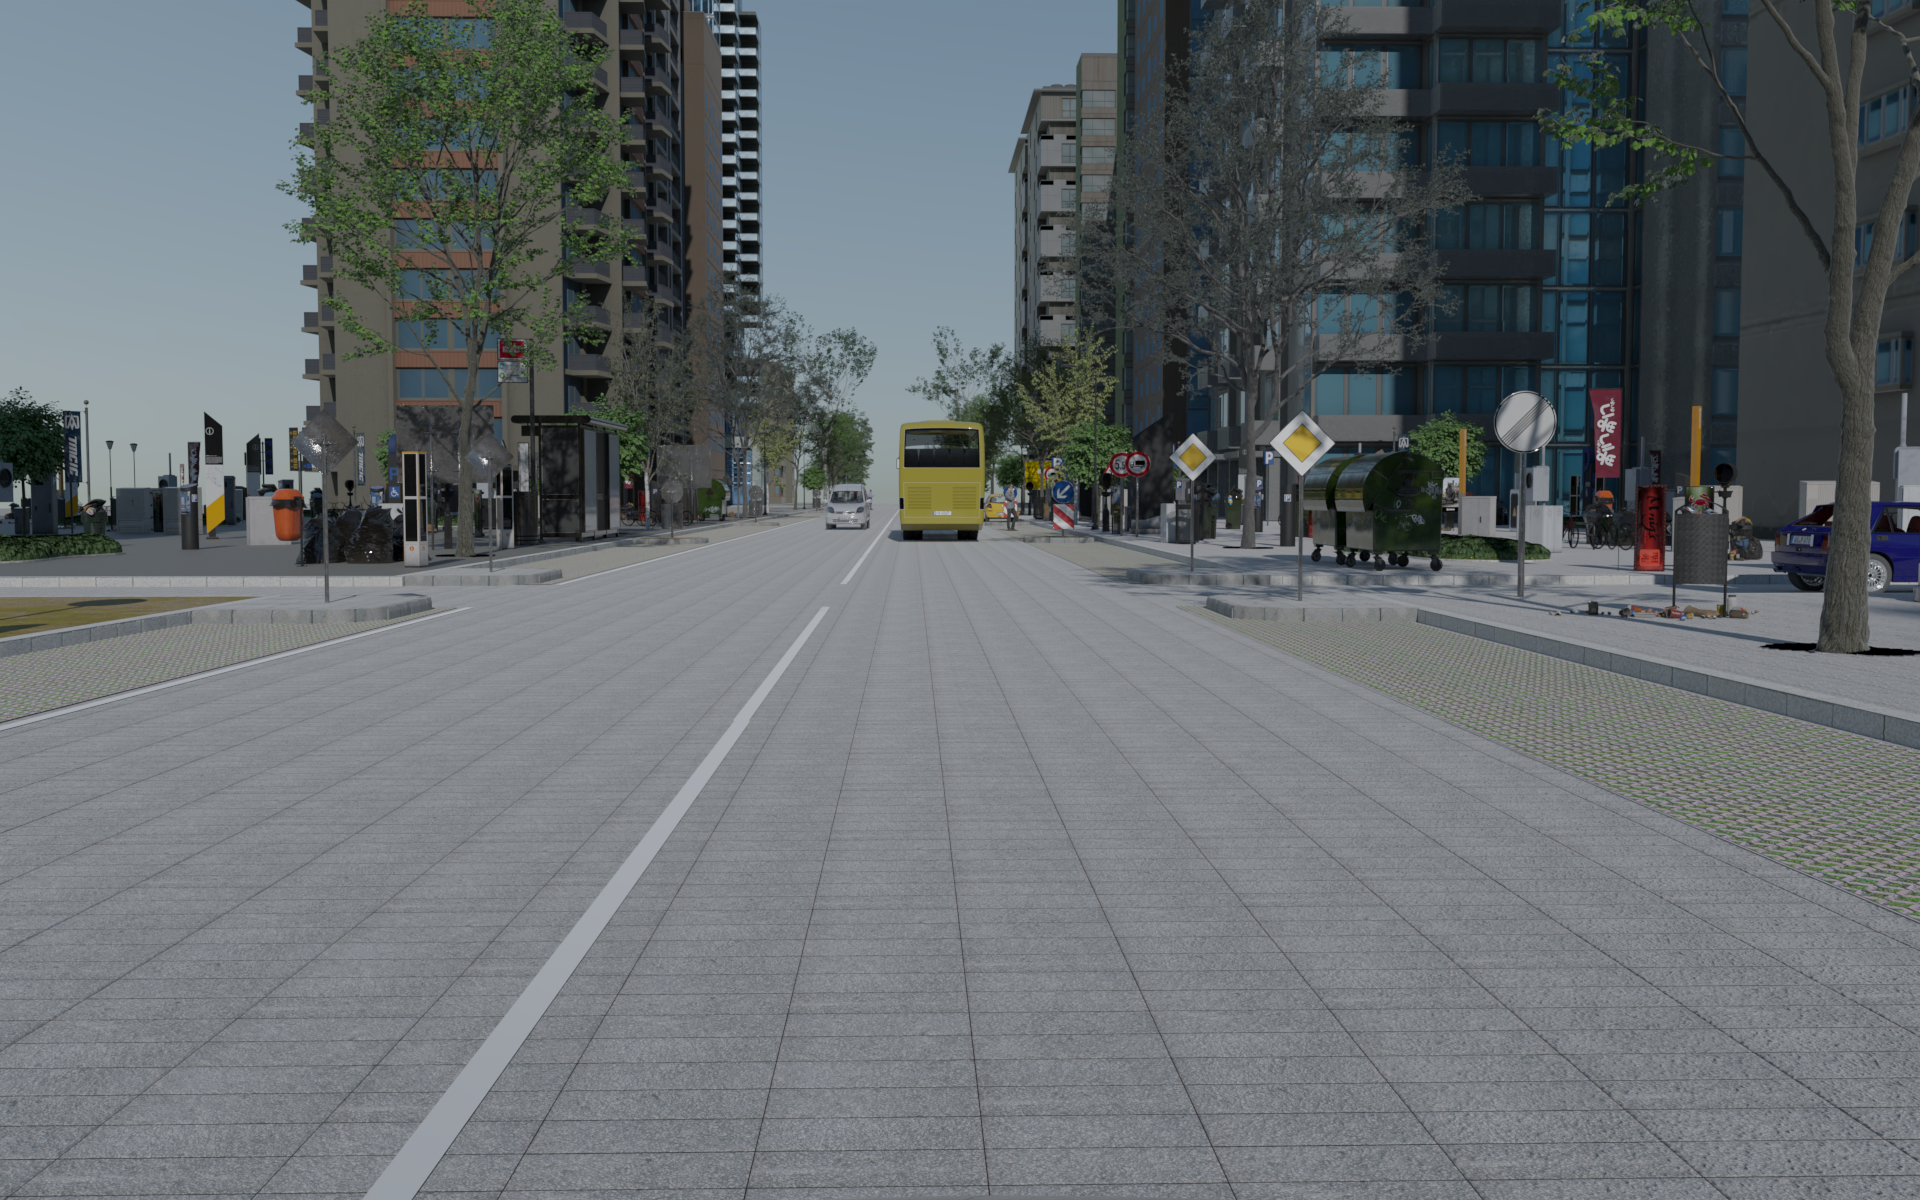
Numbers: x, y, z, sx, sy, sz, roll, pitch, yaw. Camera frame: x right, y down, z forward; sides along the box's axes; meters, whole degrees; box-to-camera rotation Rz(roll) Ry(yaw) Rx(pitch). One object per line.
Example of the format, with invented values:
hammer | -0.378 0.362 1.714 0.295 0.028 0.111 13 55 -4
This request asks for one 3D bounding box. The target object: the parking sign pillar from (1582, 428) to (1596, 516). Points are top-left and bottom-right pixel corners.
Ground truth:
parking sign pillar | 25.655 -5.005 70.301 1.447 3.967 1.447 0 4 6

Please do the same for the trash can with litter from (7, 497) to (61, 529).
trash can with litter | -33.818 -3.268 64.495 2.233 1.210 1.678 1 4 12

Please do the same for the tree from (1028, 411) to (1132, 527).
tree | 5.474 -5.177 68.356 4.285 4.588 4.351 0 3 0

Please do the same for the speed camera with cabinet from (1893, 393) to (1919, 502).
speed camera with cabinet | 18.388 -2.385 33.326 0.660 3.252 2.038 2 4 25

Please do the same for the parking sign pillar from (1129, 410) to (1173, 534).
parking sign pillar | 6.167 -4.104 55.567 1.447 3.967 1.447 0 4 2

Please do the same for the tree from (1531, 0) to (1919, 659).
tree | 7.149 -5.370 13.561 9.928 11.665 9.643 0 3 0

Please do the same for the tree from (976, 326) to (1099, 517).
tree | 4.392 -9.958 97.233 8.767 10.594 7.601 3 4 36

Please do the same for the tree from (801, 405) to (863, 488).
tree | -14.928 -16.906 202.167 9.928 11.665 9.643 0 3 0

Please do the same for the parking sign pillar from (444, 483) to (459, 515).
parking sign pillar | -23.053 -5.538 79.017 1.447 3.967 1.447 1 4 10

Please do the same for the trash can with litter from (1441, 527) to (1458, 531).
trash can with litter | 16.666 -3.031 60.618 1.678 1.210 2.233 -1 4 -18

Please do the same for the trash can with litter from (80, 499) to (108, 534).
trash can with litter | -21.128 -1.863 41.853 1.055 1.170 0.624 2 4 23

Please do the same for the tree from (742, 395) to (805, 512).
tree | -13.242 -10.434 120.960 4.737 8.622 4.395 0 3 0

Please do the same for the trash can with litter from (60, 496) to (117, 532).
trash can with litter | -29.313 -2.960 59.453 1.678 1.210 2.233 0 4 6

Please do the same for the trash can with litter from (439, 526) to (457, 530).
trash can with litter | -18.973 -3.076 61.348 2.233 1.210 1.678 -1 4 -15

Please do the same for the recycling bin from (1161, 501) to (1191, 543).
recycling bin | 5.694 -2.014 45.478 0.722 1.027 0.722 0 4 -7

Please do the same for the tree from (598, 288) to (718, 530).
tree | -11.134 -6.844 62.254 4.360 8.622 3.978 0 3 0

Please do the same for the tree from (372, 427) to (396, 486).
tree | -23.251 -5.495 73.565 4.285 4.588 4.351 0 3 0

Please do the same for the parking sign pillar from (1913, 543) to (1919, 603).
parking sign pillar | 12.053 -1.946 20.283 1.447 3.967 1.447 -3 5 -42

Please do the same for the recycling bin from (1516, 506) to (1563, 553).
recycling bin | 12.665 -1.547 37.856 0.722 1.027 0.722 -3 4 -38

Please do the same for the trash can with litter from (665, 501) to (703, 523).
trash can with litter | -12.558 -4.033 76.994 2.233 1.210 1.678 1 4 17

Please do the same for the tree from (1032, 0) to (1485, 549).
tree | 6.921 -7.945 40.270 12.009 13.543 11.850 0 3 0

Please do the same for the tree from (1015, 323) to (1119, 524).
tree | 4.747 -7.549 73.787 4.737 8.622 4.395 0 3 0

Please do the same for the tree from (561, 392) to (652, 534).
tree | -11.478 -4.429 56.125 4.285 4.588 4.351 0 3 0

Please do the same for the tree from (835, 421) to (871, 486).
tree | -17.337 -21.006 261.579 7.486 12.596 7.792 0 3 0

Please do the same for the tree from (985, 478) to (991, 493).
tree | 2.416 -11.149 176.892 1.663 3.219 1.824 0 3 0

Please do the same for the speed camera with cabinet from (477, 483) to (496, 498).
speed camera with cabinet | -22.241 -5.348 81.772 0.660 3.252 2.038 0 4 2

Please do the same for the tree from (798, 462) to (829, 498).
tree | -14.469 -11.509 171.880 4.285 4.588 4.351 0 3 0

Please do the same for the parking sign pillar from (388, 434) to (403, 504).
parking sign pillar | -17.730 -4.077 55.130 1.447 3.967 1.447 0 4 7

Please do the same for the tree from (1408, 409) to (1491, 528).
tree | 18.693 -5.077 66.716 4.285 4.588 4.351 0 3 0

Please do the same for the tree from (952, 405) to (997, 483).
tree | 1.570 -18.179 215.361 7.486 12.596 7.792 0 3 0

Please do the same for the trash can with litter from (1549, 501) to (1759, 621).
trash can with litter | 7.382 -0.442 18.293 2.233 1.210 1.678 1 4 13

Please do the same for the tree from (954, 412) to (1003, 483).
tree | 1.006 -19.164 230.339 9.611 12.733 9.660 0 3 0

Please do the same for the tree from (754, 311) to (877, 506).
tree | -15.223 -19.837 180.229 12.611 20.169 13.585 0 3 0

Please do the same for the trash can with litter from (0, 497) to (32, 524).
trash can with litter | -41.085 -3.940 75.485 2.233 1.210 1.678 -2 4 -34

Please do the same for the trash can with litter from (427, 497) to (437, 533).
trash can with litter | -17.449 -2.796 57.103 0.624 1.170 1.055 -2 4 -28

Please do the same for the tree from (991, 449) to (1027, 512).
tree | 3.828 -8.686 125.721 4.285 4.588 4.351 0 3 0

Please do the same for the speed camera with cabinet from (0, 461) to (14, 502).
speed camera with cabinet | -26.913 -3.254 47.532 0.660 3.252 2.038 0 4 8

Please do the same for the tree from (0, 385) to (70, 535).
tree | -28.450 -4.198 52.352 4.285 4.588 4.351 0 3 0

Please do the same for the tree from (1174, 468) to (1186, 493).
tree | 10.890 -5.736 88.380 1.663 3.219 1.824 0 3 0

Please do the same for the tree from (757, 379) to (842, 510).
tree | -13.045 -12.586 140.188 7.601 10.594 8.767 0 4 8

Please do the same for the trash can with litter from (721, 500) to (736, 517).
trash can with litter | -12.952 -5.167 95.871 1.055 1.170 0.624 -3 4 -36

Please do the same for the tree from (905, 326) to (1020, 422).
tree | -0.271 -20.840 196.618 12.611 20.169 13.585 0 3 0

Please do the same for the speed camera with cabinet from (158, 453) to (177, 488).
speed camera with cabinet | -38.603 -5.435 83.201 2.038 3.252 0.660 1 4 20

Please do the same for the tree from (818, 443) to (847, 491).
tree | -16.339 -16.768 224.513 4.360 8.622 3.978 0 3 0

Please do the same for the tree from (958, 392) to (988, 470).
tree | 3.149 -14.673 165.654 9.928 11.665 9.643 0 3 0

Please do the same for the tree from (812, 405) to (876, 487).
tree | -16.883 -20.940 249.030 9.857 13.997 8.962 0 3 0

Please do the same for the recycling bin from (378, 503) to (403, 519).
recycling bin | -15.033 -2.058 46.206 0.722 1.027 0.722 0 4 4

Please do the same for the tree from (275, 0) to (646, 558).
tree | -9.984 -6.689 35.116 9.928 11.665 9.643 0 3 0

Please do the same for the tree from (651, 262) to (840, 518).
tree | -11.694 -11.160 92.829 12.009 13.543 11.850 0 3 0
